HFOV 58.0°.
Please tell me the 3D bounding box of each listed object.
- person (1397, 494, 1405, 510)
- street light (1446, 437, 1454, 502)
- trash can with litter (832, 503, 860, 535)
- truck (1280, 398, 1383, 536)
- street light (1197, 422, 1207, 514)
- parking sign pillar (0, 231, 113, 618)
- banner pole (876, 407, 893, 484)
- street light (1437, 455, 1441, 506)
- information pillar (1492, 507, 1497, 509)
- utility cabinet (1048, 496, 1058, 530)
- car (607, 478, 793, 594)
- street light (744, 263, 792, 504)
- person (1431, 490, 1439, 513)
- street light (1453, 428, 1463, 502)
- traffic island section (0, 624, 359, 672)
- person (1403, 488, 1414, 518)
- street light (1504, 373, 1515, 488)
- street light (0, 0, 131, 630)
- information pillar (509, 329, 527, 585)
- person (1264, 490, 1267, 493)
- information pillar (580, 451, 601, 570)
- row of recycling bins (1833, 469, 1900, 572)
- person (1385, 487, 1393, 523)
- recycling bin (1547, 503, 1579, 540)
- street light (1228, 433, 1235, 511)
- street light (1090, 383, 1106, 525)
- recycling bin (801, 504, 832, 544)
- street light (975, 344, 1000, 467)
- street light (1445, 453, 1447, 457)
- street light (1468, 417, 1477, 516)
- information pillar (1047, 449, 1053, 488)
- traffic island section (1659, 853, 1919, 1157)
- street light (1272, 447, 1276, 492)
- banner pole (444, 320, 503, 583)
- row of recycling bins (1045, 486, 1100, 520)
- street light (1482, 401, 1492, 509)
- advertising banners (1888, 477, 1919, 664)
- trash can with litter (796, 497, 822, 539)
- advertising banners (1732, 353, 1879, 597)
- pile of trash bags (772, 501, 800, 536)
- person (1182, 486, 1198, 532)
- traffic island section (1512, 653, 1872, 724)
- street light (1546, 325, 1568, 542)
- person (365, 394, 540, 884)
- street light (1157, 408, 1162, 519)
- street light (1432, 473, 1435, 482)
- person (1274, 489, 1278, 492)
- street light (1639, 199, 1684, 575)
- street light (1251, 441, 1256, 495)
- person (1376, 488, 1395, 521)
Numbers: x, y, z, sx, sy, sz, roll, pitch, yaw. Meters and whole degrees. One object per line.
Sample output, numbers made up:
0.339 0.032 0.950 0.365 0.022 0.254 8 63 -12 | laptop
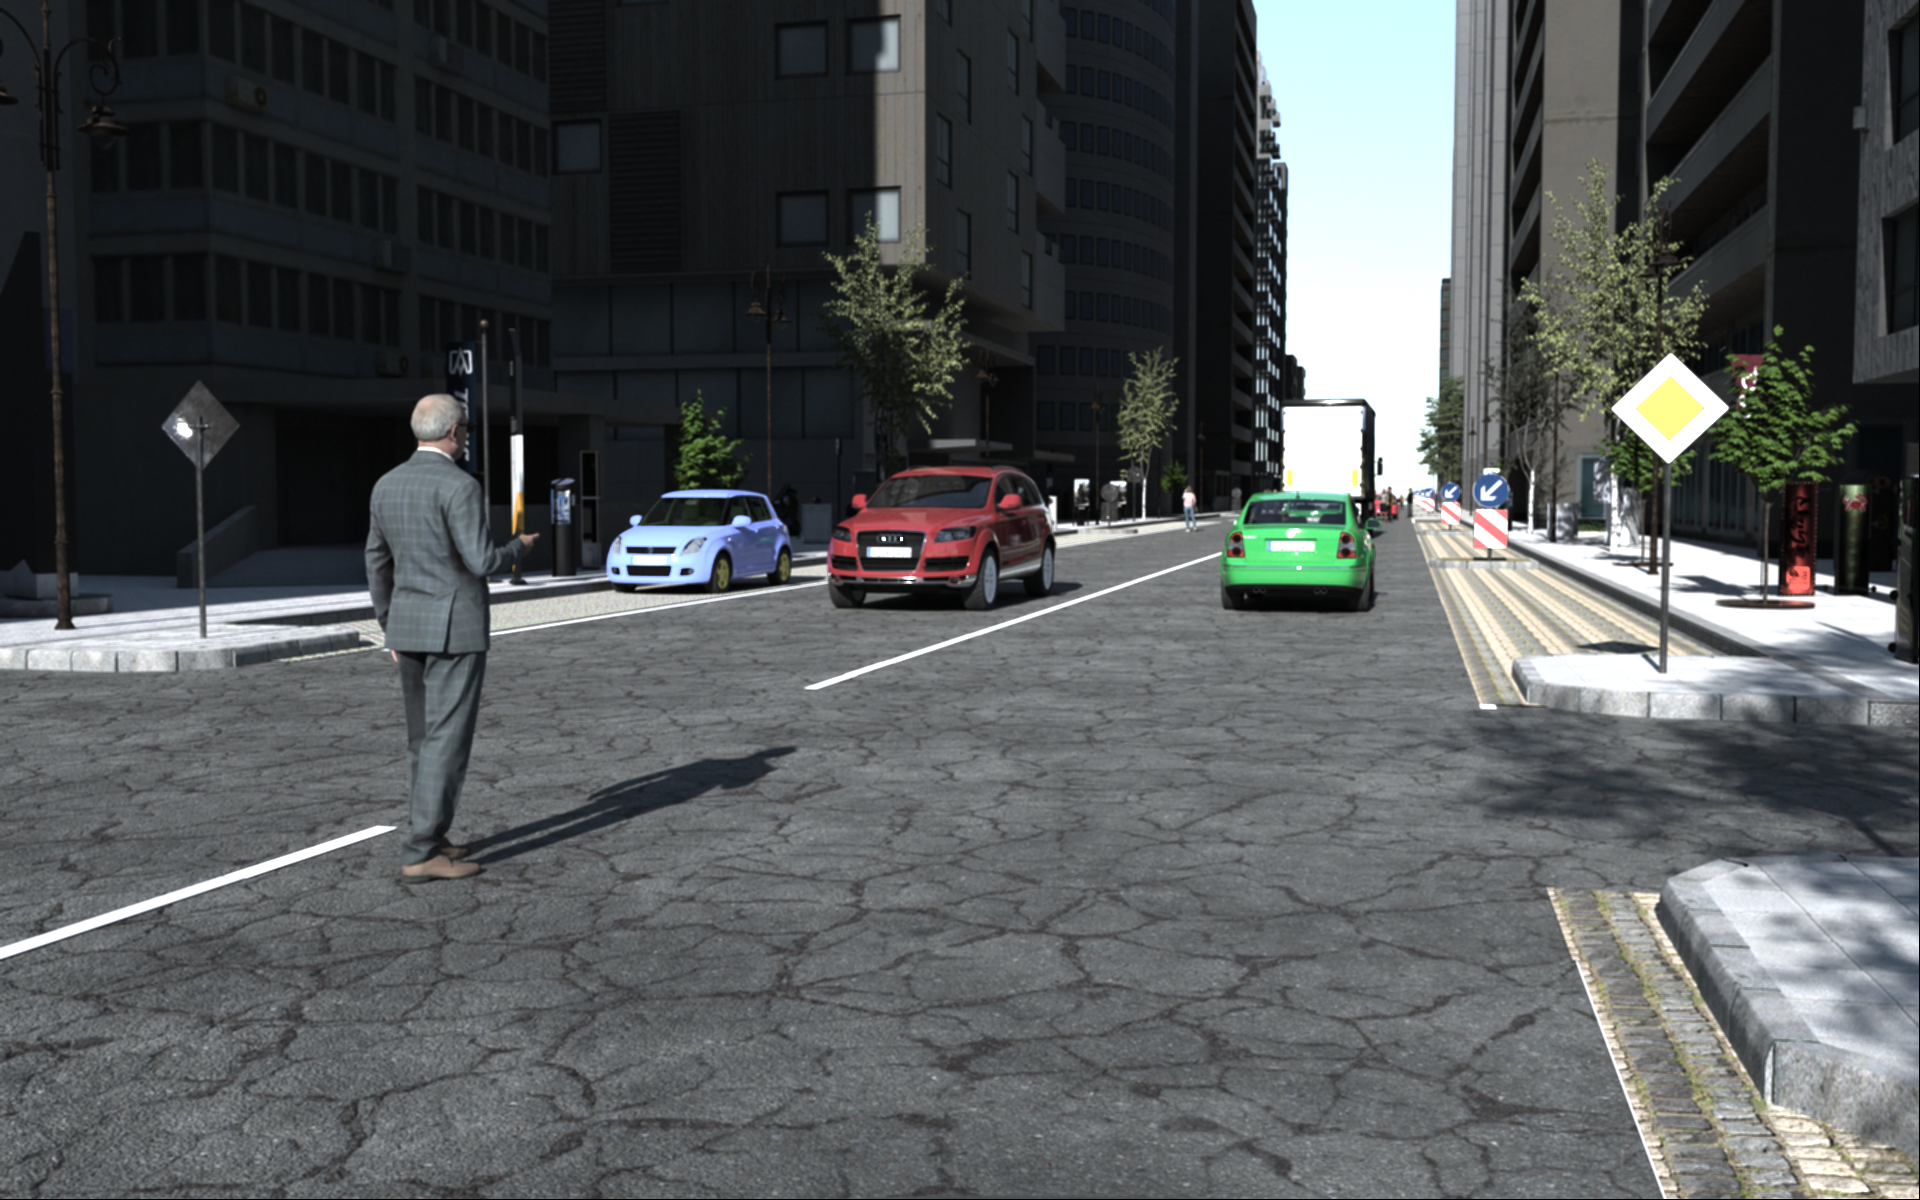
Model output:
40.028 -8.887 157.054 1.065 1.426 0.557 0 4 -1 | person
39.744 -10.208 139.689 0.468 5.910 1.993 1 4 14 | street light
-3.344 -2.473 51.820 1.055 1.170 0.624 2 4 27 | trash can with litter
12.181 -4.133 56.485 2.839 4.237 11.283 1 4 15 | truck
15.259 -8.359 109.457 0.468 5.910 1.993 1 4 14 | street light
-9.882 -1.833 18.447 1.447 3.967 1.447 3 5 45 | parking sign pillar
-2.123 -3.655 49.775 0.863 3.779 0.401 3 5 43 | banner pole
50.522 -12.801 182.091 0.468 5.910 1.993 1 4 14 | street light
25.214 -4.733 81.879 0.304 2.012 0.304 0 4 6 | information pillar
3.310 -3.082 61.558 0.306 1.237 1.020 0 4 5 | utility cabinet
-3.874 -1.003 25.988 1.945 1.707 3.694 1 4 16 | car
-3.839 -3.797 34.861 0.468 5.910 1.993 1 4 14 | street light
35.807 -7.414 130.638 0.541 1.710 0.530 2 4 33 | person
34.919 -9.063 120.968 0.468 5.910 1.993 1 4 14 | street light
-6.756 0.419 15.423 2.009 0.180 2.903 1 4 14 | traffic island section
27.170 -5.881 104.666 0.705 1.822 1.348 -1 4 -10 | person
20.767 -5.670 65.491 0.468 5.910 1.993 1 4 14 | street light
-8.502 -2.660 16.273 0.468 5.910 1.993 1 4 14 | street light
-6.278 -2.030 24.541 0.183 3.616 0.504 -2 4 -24 | information pillar
22.708 -7.284 128.531 0.756 1.711 0.436 -2 4 -27 | person
-6.266 -1.523 29.386 0.304 2.012 0.304 0 4 -4 | information pillar
16.386 -1.312 28.566 3.534 1.692 1.069 1 4 17 | row of recycling bins
21.588 -4.808 87.208 0.705 1.812 1.348 1 4 11 | person
16.901 -2.202 48.563 0.722 1.027 0.722 2 4 29 | recycling bin
20.007 -9.495 128.024 0.468 5.910 1.993 1 4 14 | street light
5.731 -6.075 72.115 0.468 5.910 1.993 1 4 14 | street light
-3.727 -1.984 44.992 0.722 1.027 0.722 -1 4 -10 | recycling bin
0.850 -4.933 53.444 0.468 5.910 1.993 1 4 14 | street light
44.528 -11.343 158.247 0.468 5.910 1.993 1 4 14 | street light
30.262 -7.926 102.377 0.468 5.910 1.993 1 4 14 | street light
4.654 -6.019 89.759 0.183 3.616 0.504 2 4 34 | information pillar
3.079 1.077 4.674 2.009 0.180 2.903 1 4 14 | traffic island section
30.897 -12.109 170.770 0.468 5.910 1.993 1 4 14 | street light
-7.050 -2.141 25.029 0.863 3.779 0.401 1 4 15 | banner pole
5.655 -4.835 86.170 3.534 1.692 1.069 -3 5 -43 | row of recycling bins
25.582 -6.817 84.247 0.468 5.910 1.993 1 4 14 | street light
7.108 -0.996 12.478 0.090 3.025 2.074 1 4 12 | advertising banners
-4.224 -2.354 49.552 1.678 1.210 2.233 0 4 1 | trash can with litter
10.541 -1.559 21.675 2.074 3.025 0.090 -1 4 -8 | advertising banners
-6.683 -2.628 52.720 3.447 1.369 1.912 -2 4 -23 | pile of trash bags
8.825 -3.496 66.246 0.593 1.750 0.643 0 4 -2 | person
5.056 0.604 12.411 2.009 0.180 2.903 1 4 14 | traffic island section
15.870 -4.486 46.136 0.468 5.910 1.993 1 4 14 | street light
-1.914 0.129 6.571 0.661 1.801 0.590 2 4 33 | person
10.414 -7.199 90.490 0.468 5.910 1.993 1 4 14 | street light
55.510 -13.980 201.367 0.468 5.910 1.993 1 4 14 | street light
16.234 -4.861 88.902 0.541 1.710 0.530 -1 4 -21 | person
11.059 -3.344 27.457 0.468 5.910 1.993 1 4 14 | street light
24.939 -10.686 147.502 0.468 5.910 1.993 1 4 14 | street light
22.431 -5.044 91.762 1.217 1.735 0.721 2 4 26 | person
